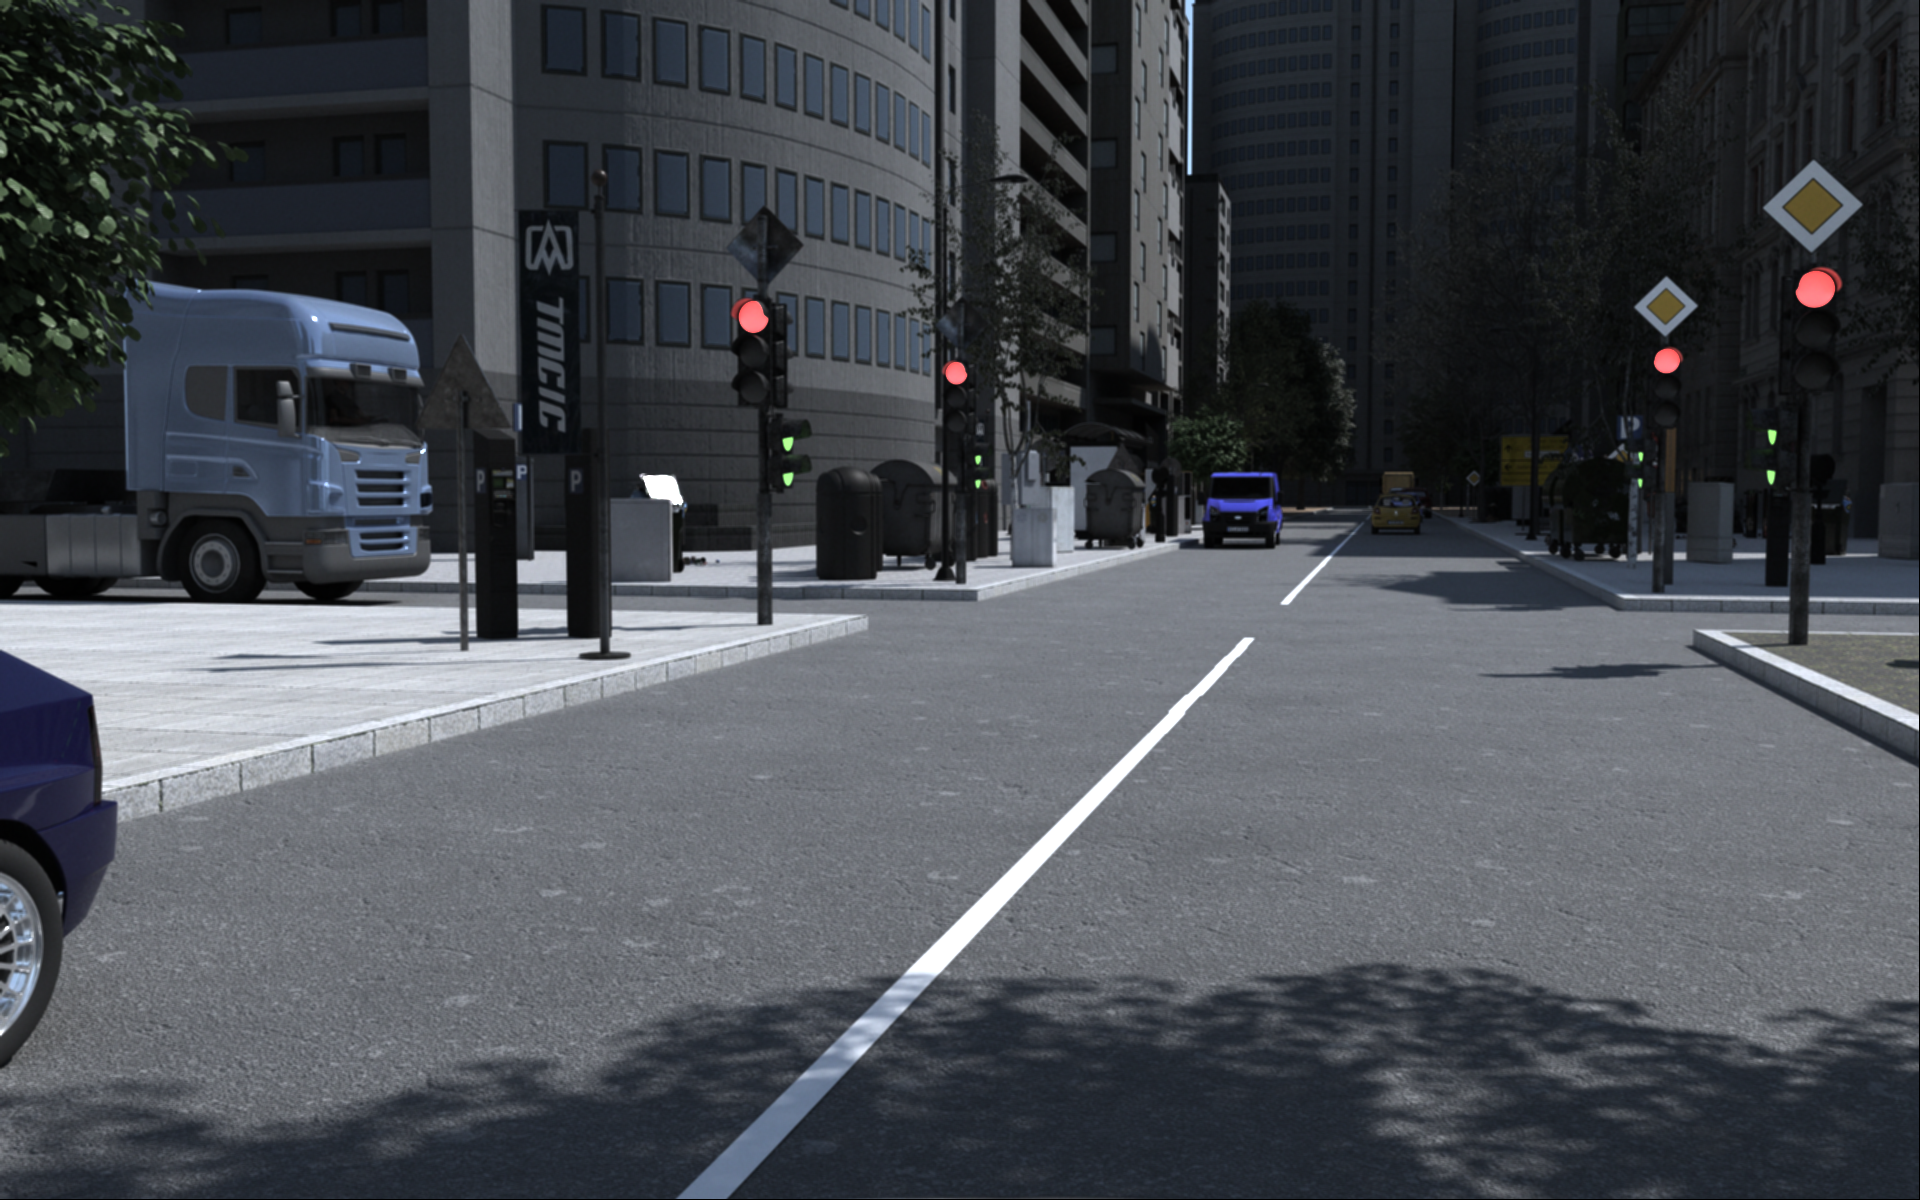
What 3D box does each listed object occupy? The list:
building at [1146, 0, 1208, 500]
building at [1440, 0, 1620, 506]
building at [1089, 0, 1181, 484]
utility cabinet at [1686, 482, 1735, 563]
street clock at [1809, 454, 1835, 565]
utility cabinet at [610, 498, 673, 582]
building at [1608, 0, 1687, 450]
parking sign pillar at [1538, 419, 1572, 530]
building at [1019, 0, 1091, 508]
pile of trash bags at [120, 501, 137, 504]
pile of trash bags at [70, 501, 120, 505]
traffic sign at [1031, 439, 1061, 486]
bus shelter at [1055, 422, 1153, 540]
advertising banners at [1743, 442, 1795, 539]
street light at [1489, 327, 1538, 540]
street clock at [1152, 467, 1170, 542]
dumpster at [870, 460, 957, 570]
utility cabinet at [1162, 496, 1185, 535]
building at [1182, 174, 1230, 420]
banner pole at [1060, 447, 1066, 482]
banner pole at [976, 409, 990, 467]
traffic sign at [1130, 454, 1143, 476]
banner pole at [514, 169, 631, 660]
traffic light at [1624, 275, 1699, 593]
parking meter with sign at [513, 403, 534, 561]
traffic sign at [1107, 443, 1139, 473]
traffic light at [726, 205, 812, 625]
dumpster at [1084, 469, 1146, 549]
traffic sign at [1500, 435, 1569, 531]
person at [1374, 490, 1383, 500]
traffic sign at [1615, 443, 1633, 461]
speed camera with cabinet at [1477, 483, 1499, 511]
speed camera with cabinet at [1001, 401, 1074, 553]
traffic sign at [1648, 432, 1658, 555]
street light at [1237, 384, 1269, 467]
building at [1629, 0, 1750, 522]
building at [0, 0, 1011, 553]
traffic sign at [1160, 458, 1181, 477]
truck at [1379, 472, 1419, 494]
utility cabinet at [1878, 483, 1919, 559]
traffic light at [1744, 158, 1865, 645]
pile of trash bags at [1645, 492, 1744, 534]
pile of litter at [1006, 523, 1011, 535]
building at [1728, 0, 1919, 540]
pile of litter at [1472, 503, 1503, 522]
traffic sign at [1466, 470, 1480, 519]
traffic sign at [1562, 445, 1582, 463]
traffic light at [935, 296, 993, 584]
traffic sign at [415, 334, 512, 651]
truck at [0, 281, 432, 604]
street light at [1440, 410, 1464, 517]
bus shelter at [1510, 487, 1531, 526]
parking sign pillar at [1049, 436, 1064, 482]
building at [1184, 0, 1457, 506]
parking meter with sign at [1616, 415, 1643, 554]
[{"bbox_3d":[9.349,-42.782,137.744,20.563,71.187,20.611,1,4,14],"label":"building"},{"bbox_3d":[68.152,-39.580,189.136,28.212,58.520,21.231,1,4,14],"label":"building"},{"bbox_3d":[0.044,-32.198,115.672,28.713,52.752,27.495,1,4,14],"label":"building"},{"bbox_3d":[14.040,-1.451,32.397,0.318,1.500,1.173,0,4,-4],"label":"utility cabinet"},{"bbox_3d":[15.649,-1.650,31.547,0.471,2.002,0.358,-1,4,-19],"label":"street clock"},{"bbox_3d":[-4.744,-0.872,25.418,1.020,1.237,0.306,0,4,-1],"label":"utility cabinet"},{"bbox_3d":[44.719,-20.061,99.697,14.160,30.474,14.107,1,4,14],"label":"building"},{"bbox_3d":[21.167,-4.493,61.938,1.447,3.967,1.447,-1,4,-18],"label":"parking sign pillar"},{"bbox_3d":[-5.589,-28.450,88.867,21.300,48.544,21.600,1,4,14],"label":"building"},{"bbox_3d":[-40.835,-4.811,88.404,3.447,1.369,1.912,2,4,29],"label":"pile of trash bags"},{"bbox_3d":[-40.953,-4.301,80.079,3.447,1.369,1.912,2,4,29],"label":"pile of trash bags"},{"bbox_3d":[1.932,-2.433,39.889,0.768,2.556,0.104,1,4,16],"label":"traffic sign"},{"bbox_3d":[4.330,-3.504,51.210,2.014,3.302,5.546,1,4,14],"label":"bus shelter"},{"bbox_3d":[23.255,-3.277,49.768,0.090,3.025,2.074,-1,4,-12],"label":"advertising banners"},{"bbox_3d":[15.416,-4.632,48.268,1.470,5.913,1.316,1,4,14],"label":"street light"},{"bbox_3d":[5.324,-2.535,46.022,0.471,2.002,0.358,-3,5,-41],"label":"street clock"},{"bbox_3d":[-0.829,-1.483,30.004,1.264,1.857,1.865,1,4,14],"label":"dumpster"},{"bbox_3d":[6.727,-2.673,54.865,0.306,1.237,1.020,3,5,40],"label":"utility cabinet"},{"bbox_3d":[17.561,-23.747,159.972,14.107,30.474,14.160,1,4,14],"label":"building"},{"bbox_3d":[4.758,-5.574,81.147,0.863,3.779,0.401,3,5,40],"label":"banner pole"},{"bbox_3d":[0.679,-3.735,51.077,0.401,3.779,0.863,2,4,35],"label":"banner pole"},{"bbox_3d":[5.485,-3.399,55.688,0.768,2.556,0.104,1,4,20],"label":"traffic sign"},{"bbox_3d":[-3.015,-1.434,13.471,0.863,3.779,0.401,0,4,0],"label":"banner pole"},{"bbox_3d":[9.070,-2.049,22.428,0.839,4.253,0.868,1,4,14],"label":"traffic light"},{"bbox_3d":[-8.636,-2.310,34.033,0.543,3.016,1.738,-2,4,-25],"label":"parking meter with sign"},{"bbox_3d":[4.087,-2.680,43.829,0.884,2.594,0.081,1,4,20],"label":"traffic sign"},{"bbox_3d":[-1.901,-1.712,16.906,0.839,4.253,0.868,1,4,14],"label":"traffic light"},{"bbox_3d":[3.646,-2.148,40.872,1.264,1.857,1.865,1,4,14],"label":"dumpster"},{"bbox_3d":[19.858,-4.041,59.939,2.265,3.308,0.079,1,4,14],"label":"traffic sign"},{"bbox_3d":[34.940,-8.240,143.938,1.217,1.736,0.721,-1,4,-18],"label":"person"},{"bbox_3d":[14.906,-2.314,39.019,0.795,2.450,0.064,1,4,17],"label":"traffic sign"},{"bbox_3d":[29.033,-6.095,93.996,2.038,3.252,0.660,-2,4,-29],"label":"speed camera with cabinet"},{"bbox_3d":[1.695,-2.635,37.413,0.660,3.252,2.038,3,4,37],"label":"speed camera with cabinet"},{"bbox_3d":[14.607,-2.238,36.588,0.884,2.594,0.081,1,4,14],"label":"traffic sign"},{"bbox_3d":[12.278,-6.150,73.097,1.470,5.913,1.316,1,4,14],"label":"street light"},{"bbox_3d":[38.790,-17.268,79.587,12.463,27.353,25.104,1,4,14],"label":"building"},{"bbox_3d":[-11.400,-31.091,50.335,21.231,58.520,28.212,1,4,14],"label":"building"},{"bbox_3d":[7.328,-3.689,60.426,0.768,2.556,0.104,1,4,21],"label":"traffic sign"},{"bbox_3d":[38.624,-9.584,152.625,3.469,3.379,9.791,1,4,15],"label":"truck"},{"bbox_3d":[18.654,-1.568,34.313,0.318,1.500,1.173,0,4,0],"label":"utility cabinet"},{"bbox_3d":[7.139,-1.575,14.679,0.839,4.253,0.868,1,4,14],"label":"traffic light"},{"bbox_3d":[24.225,-2.914,57.391,1.912,1.369,3.447,-2,4,-31],"label":"pile of trash bags"},{"bbox_3d":[2.219,-2.474,54.422,1.719,0.858,1.176,-1,4,-13],"label":"pile of litter"},{"bbox_3d":[33.907,-16.393,55.408,14.401,28.519,23.554,1,4,14],"label":"building"},{"bbox_3d":[24.817,-4.127,81.447,1.176,0.858,1.719,-1,4,-8],"label":"pile of litter"},{"bbox_3d":[24.619,-5.002,82.975,0.795,2.450,0.064,1,4,18],"label":"traffic sign"},{"bbox_3d":[15.973,-2.736,44.841,0.768,2.556,0.104,1,4,19],"label":"traffic sign"},{"bbox_3d":[0.030,-2.186,24.655,0.839,4.253,0.868,1,4,14],"label":"traffic light"},{"bbox_3d":[-4.060,-0.863,14.116,0.884,2.594,0.081,1,4,16],"label":"traffic sign"},{"bbox_3d":[-15.638,-2.110,24.261,18.799,4.110,2.967,1,4,16],"label":"truck"},{"bbox_3d":[27.095,-7.514,95.391,1.470,5.913,1.316,1,4,14],"label":"street light"},{"bbox_3d":[22.563,-4.521,67.847,2.014,3.302,5.546,1,4,14],"label":"bus shelter"},{"bbox_3d":[4.137,-5.564,79.443,1.447,3.967,1.447,3,5,43],"label":"parking sign pillar"},{"bbox_3d":[40.770,-40.043,196.707,28.212,58.520,21.231,1,4,14],"label":"building"},{"bbox_3d":[14.576,-2.530,37.623,0.543,3.016,1.738,1,4,17],"label":"parking meter with sign"}]
